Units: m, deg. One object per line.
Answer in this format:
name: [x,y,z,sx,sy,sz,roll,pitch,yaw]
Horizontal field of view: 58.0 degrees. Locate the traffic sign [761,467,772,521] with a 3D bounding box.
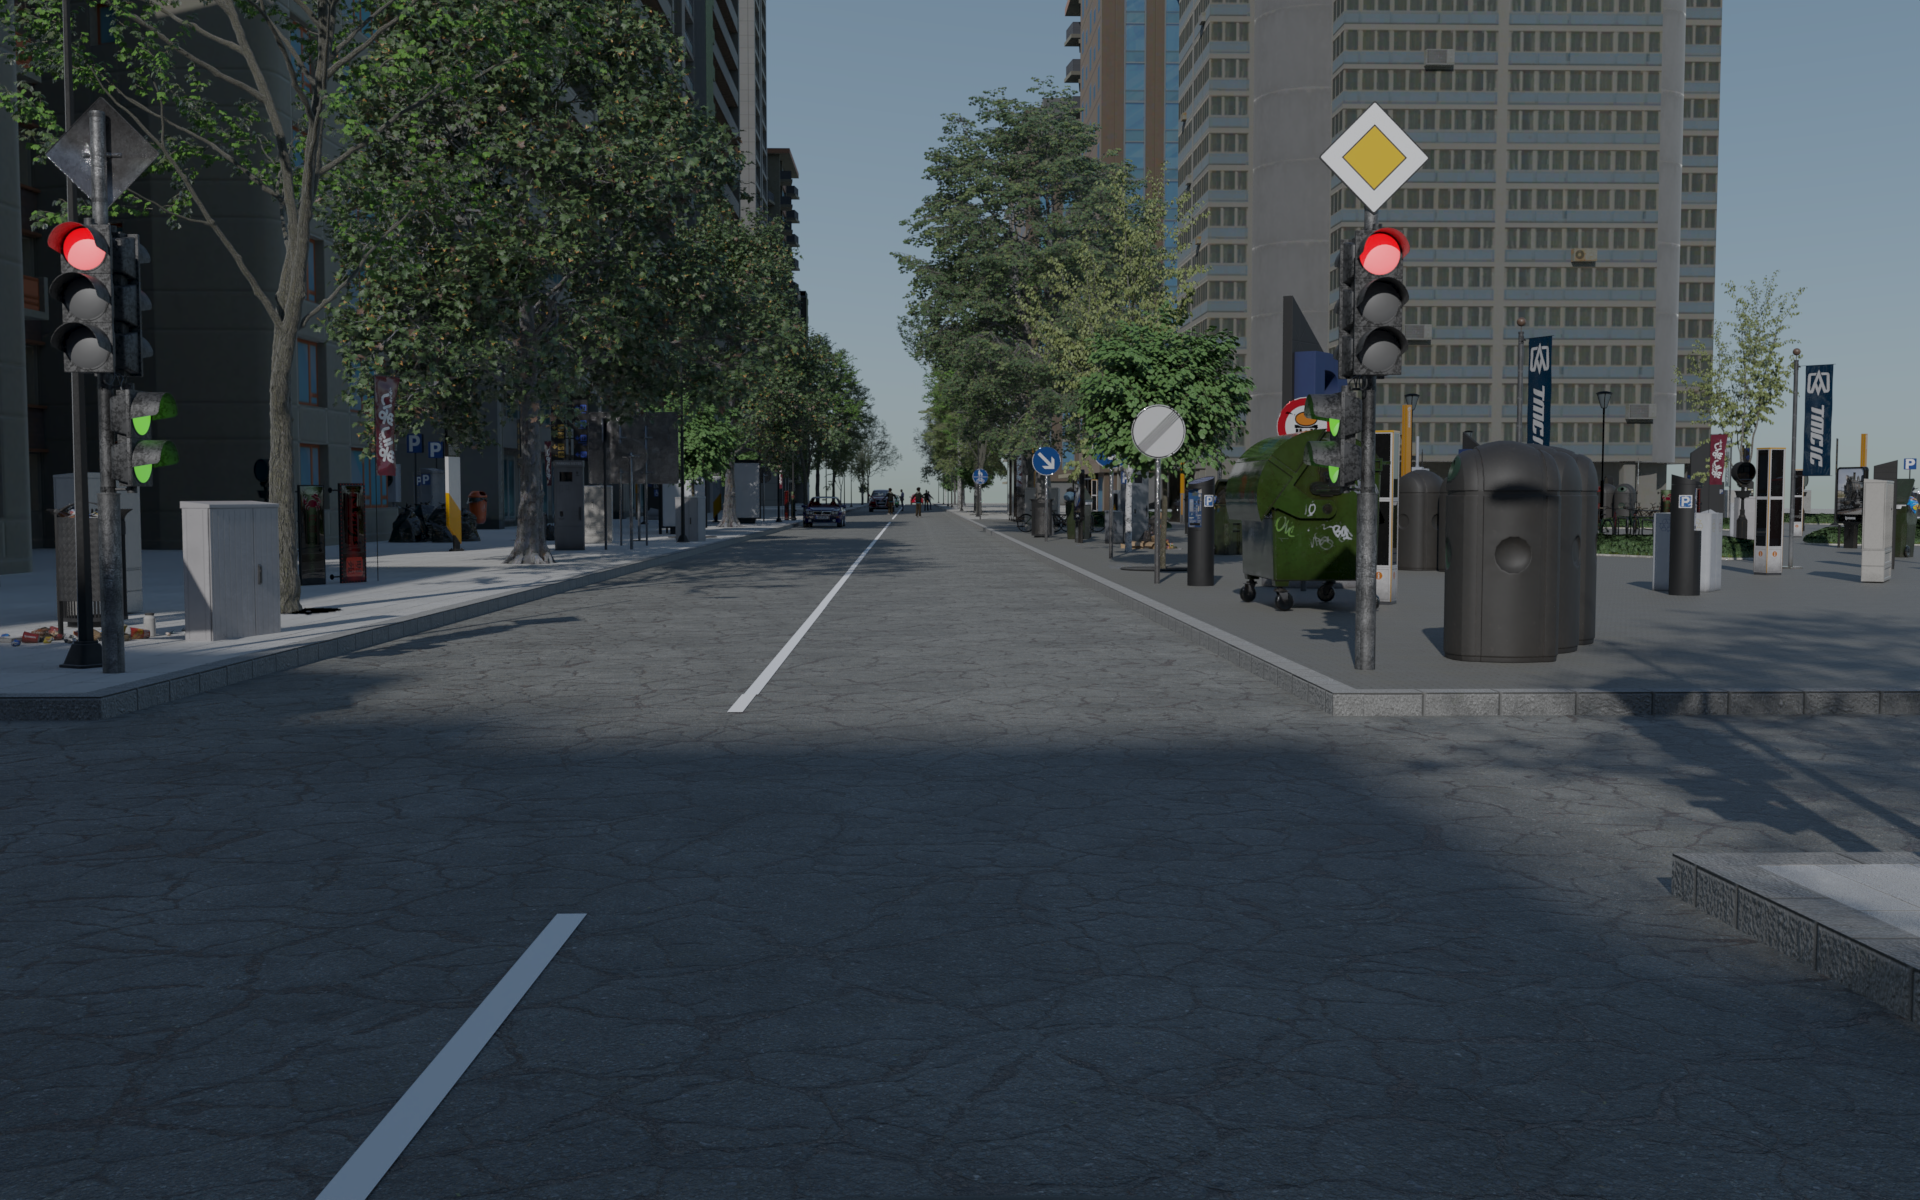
traffic sign: [-9.186,-4.949,81.028,0.768,2.556,0.104,0,4,0]

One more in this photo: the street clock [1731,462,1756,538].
street clock: [17.504,-2.090,38.742,0.471,2.002,0.358,0,4,-7]

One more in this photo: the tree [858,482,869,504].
tree: [-13.106,-14.759,235.909,1.663,3.219,1.824,0,3,0]

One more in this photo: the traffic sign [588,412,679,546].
traffic sign: [-8.098,-3.000,42.930,2.265,3.308,0.079,0,4,4]

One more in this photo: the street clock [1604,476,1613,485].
street clock: [26.601,-4.068,71.086,0.358,2.002,0.471,0,4,1]

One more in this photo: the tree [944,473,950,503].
tree: [-1.771,-17.534,237.048,4.360,8.622,3.978,0,3,0]

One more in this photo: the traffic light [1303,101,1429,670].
traffic light: [2.949,-1.447,12.576,0.839,4.253,0.868,0,4,-2]

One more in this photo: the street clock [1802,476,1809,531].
street clock: [29.095,-3.383,59.878,0.471,2.002,0.358,-3,4,-38]

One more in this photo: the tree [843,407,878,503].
tree: [-13.215,-20.518,245.831,12.009,13.543,11.850,0,3,0]

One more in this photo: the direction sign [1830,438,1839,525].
direction sign: [35.718,-4.808,70.609,0.379,3.537,0.876,2,4,30]

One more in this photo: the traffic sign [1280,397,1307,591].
traffic sign: [4.540,-1.389,22.812,0.768,2.556,0.104,0,4,2]

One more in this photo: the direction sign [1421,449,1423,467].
direction sign: [23.334,-5.842,87.510,0.379,3.537,0.876,1,4,15]

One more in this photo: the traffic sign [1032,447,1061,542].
traffic sign: [2.330,-2.853,46.747,0.768,2.556,0.104,0,4,0]

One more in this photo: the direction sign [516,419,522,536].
direction sign: [-13.251,-3.688,52.303,0.379,3.537,0.876,-2,4,-26]

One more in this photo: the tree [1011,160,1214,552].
tree: [3.570,-5.378,38.291,4.737,8.622,4.395,0,3,0]

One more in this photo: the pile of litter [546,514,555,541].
pile of litter: [-11.603,-2.087,48.082,1.719,0.858,1.176,1,4,23]

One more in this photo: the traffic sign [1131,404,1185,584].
traffic sign: [2.825,-1.507,24.751,0.768,2.556,0.104,0,4,1]

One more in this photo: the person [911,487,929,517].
person: [-2.524,-6.006,106.330,1.348,1.869,0.705,3,4,37]

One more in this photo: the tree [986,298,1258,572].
tree: [3.406,-2.779,29.155,4.285,4.588,4.351,0,3,0]

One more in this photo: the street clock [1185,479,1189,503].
street clock: [10.700,-4.704,81.478,0.471,2.002,0.358,1,4,19]

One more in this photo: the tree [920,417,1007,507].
tree: [0.375,-15.638,172.692,9.611,12.733,9.660,0,3,0]

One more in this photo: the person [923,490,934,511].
person: [-2.894,-8.581,148.823,1.348,1.821,0.705,0,4,-3]

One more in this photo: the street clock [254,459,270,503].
street clock: [-14.228,-1.893,35.520,0.471,2.002,0.358,2,4,33]

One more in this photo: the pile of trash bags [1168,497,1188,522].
pile of trash bags: [10.689,-4.213,78.640,1.912,1.369,3.447,0,4,-6]

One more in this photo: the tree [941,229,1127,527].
tree: [2.844,-8.639,67.008,9.928,11.665,9.643,0,3,0]

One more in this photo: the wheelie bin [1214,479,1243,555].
wheelie bin: [5.708,-1.755,36.609,0.980,1.594,0.693,-2,4,-30]

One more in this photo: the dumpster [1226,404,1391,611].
dumpster: [3.930,-1.050,19.656,1.502,2.255,1.985,0,4,-2]

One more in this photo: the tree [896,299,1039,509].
tree: [1.173,-17.984,149.924,12.611,20.169,13.585,0,3,0]

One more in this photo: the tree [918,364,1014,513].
tree: [0.774,-12.101,115.980,7.486,12.596,7.792,0,3,0]

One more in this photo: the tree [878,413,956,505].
tree: [-0.665,-17.590,197.969,12.009,13.543,11.850,0,3,0]

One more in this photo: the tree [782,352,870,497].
tree: [-10.323,-12.986,130.451,7.486,12.596,7.792,0,3,0]

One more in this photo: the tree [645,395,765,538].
tree: [-7.966,-4.114,50.981,4.285,4.588,4.351,0,3,0]

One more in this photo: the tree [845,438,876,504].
tree: [-13.045,-17.047,229.084,4.360,8.622,3.978,0,3,0]

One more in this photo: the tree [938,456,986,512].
tree: [1.203,-8.766,127.044,4.285,4.588,4.351,0,3,0]

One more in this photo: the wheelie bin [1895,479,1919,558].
wheelie bin: [19.069,-1.676,35.316,0.693,1.594,0.980,-3,5,-41]

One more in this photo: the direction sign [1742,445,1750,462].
direction sign: [36.171,-5.375,79.885,0.379,3.537,0.876,0,4,-3]

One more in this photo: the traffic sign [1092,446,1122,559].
traffic sign: [3.007,-2.098,34.409,0.768,2.556,0.104,0,4,6]

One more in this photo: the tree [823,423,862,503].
tree: [-10.946,-12.729,158.486,4.737,8.622,4.395,0,3,0]

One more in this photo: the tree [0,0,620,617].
tree: [-7.153,-5.664,18.358,9.928,11.665,9.643,0,3,0]

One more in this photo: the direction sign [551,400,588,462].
direction sign: [-9.379,-3.038,41.662,0.876,3.537,0.379,0,4,-3]

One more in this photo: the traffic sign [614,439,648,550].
traffic sign: [-7.595,-2.439,39.981,0.768,2.556,0.104,0,4,0]

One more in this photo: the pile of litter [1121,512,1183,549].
pile of litter: [4.494,-1.637,40.726,1.176,0.858,1.719,-2,4,-24]

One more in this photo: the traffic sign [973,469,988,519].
traffic sign: [1.027,-5.354,87.651,0.768,2.556,0.104,0,4,0]

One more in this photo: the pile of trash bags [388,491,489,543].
pile of trash bags: [-13.902,-2.286,47.130,1.912,1.369,3.447,1,4,16]

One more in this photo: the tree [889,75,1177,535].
tree: [2.674,-8.981,53.499,9.857,13.997,8.962,0,3,0]

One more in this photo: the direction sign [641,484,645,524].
direction sign: [-13.377,-4.970,73.249,0.876,3.537,0.379,2,4,33]

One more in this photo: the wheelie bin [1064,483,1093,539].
wheelie bin: [3.344,-2.527,49.225,0.693,1.594,0.980,2,4,26]

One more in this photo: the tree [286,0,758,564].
tree: [-7.936,-7.024,31.854,9.611,12.733,9.660,0,3,0]

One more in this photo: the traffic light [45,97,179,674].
traffic light: [-6.059,-1.431,12.317,0.839,4.253,0.868,0,4,-2]
